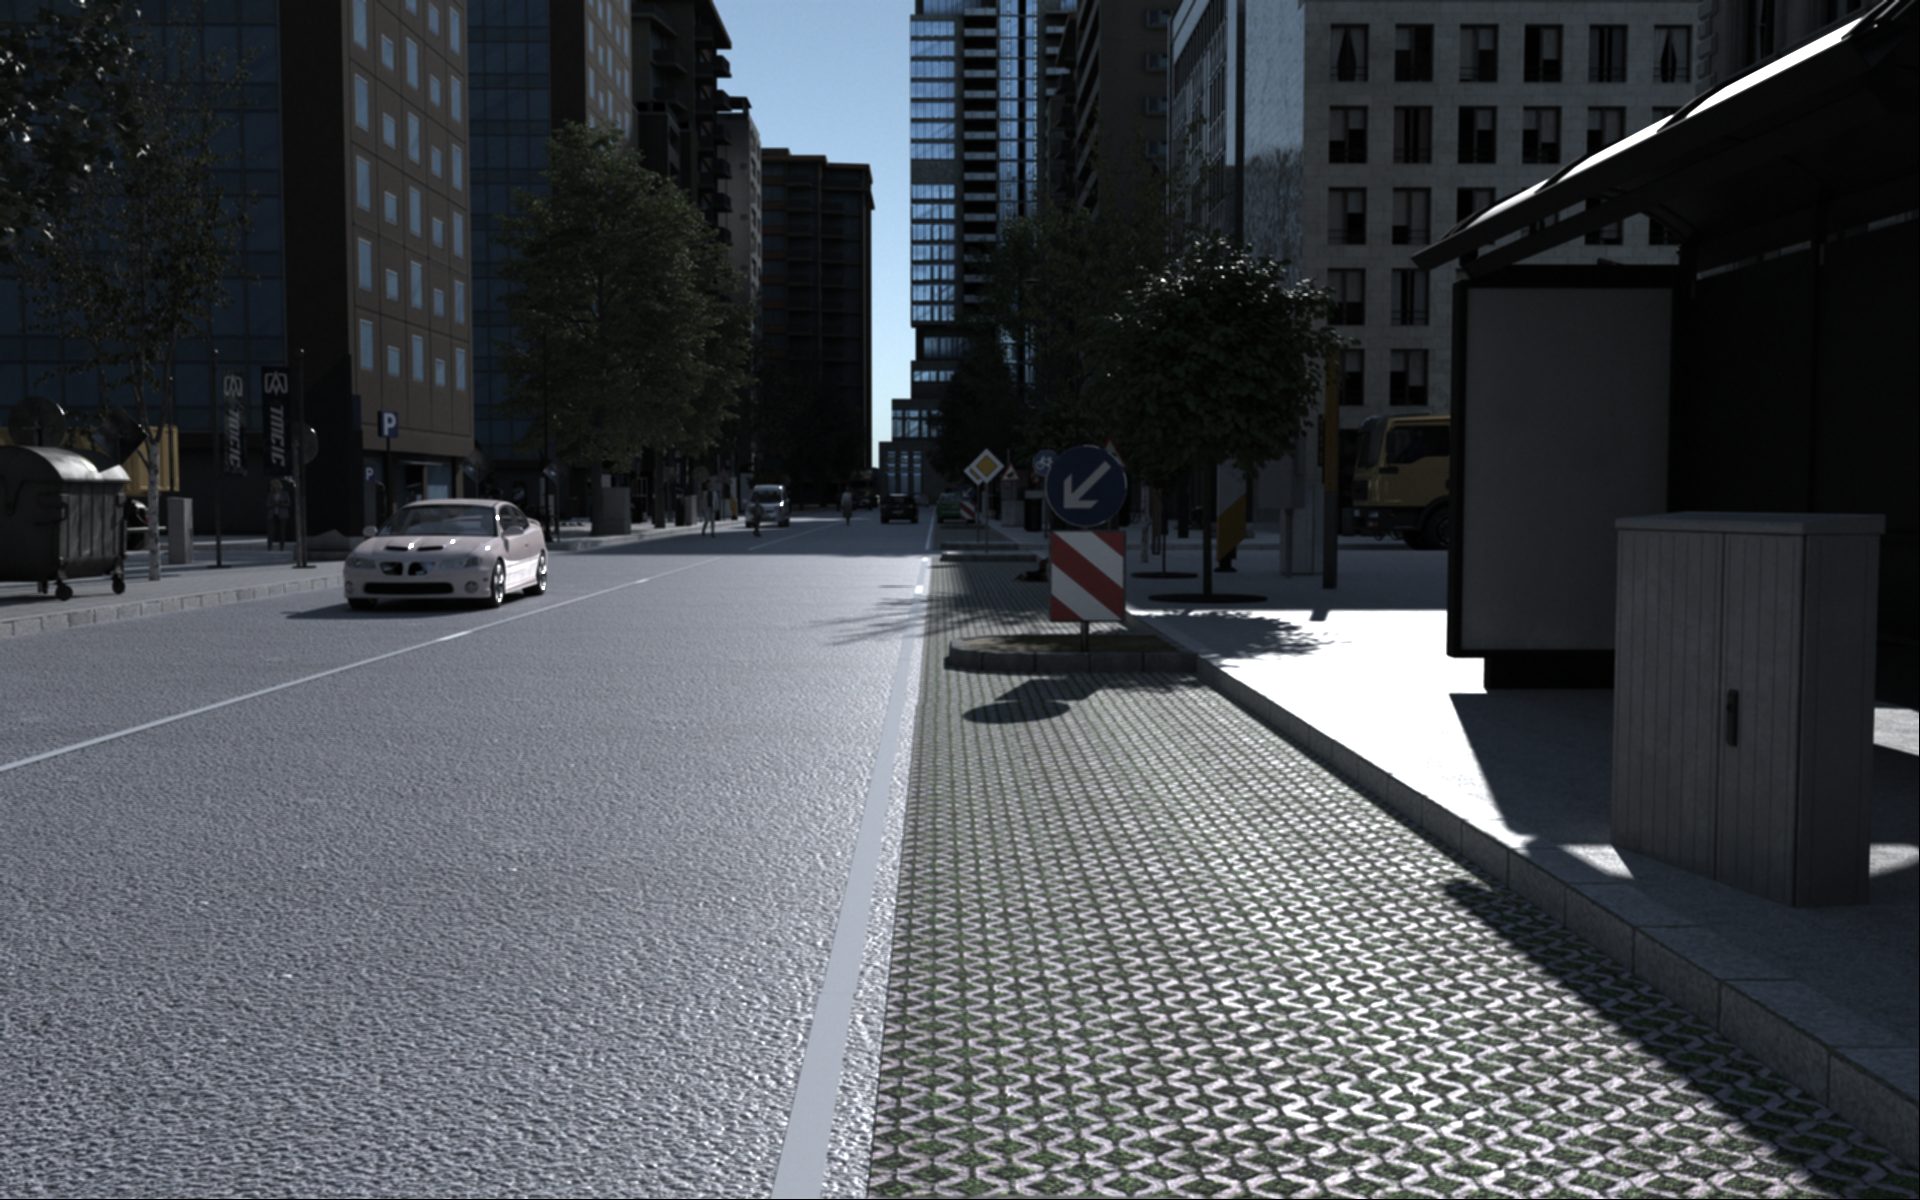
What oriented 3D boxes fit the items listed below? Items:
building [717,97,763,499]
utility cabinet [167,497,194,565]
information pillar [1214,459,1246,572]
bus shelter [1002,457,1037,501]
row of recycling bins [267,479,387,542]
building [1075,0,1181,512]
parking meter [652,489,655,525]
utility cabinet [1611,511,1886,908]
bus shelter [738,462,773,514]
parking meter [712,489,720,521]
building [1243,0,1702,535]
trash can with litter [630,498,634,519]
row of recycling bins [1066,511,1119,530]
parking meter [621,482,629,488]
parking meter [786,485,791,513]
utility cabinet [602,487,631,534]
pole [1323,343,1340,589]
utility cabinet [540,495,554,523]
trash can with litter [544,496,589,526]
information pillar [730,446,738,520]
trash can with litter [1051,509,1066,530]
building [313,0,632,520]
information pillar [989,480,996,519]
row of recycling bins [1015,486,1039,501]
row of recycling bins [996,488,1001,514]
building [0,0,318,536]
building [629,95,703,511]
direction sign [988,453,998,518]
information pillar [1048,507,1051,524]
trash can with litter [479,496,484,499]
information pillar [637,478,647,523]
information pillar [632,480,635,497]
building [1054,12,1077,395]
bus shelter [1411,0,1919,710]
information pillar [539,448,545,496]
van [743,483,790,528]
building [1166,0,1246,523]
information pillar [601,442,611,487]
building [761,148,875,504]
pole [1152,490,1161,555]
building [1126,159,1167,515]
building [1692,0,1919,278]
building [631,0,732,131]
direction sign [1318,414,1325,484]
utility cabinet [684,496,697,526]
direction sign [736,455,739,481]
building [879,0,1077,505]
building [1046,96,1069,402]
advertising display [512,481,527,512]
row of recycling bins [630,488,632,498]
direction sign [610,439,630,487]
[{"bbox_3d":[-27.961,-30.399,180.625,14.086,41.232,14.154,0,4,-1],"label":"building"},{"bbox_3d":[-14.400,-1.276,32.017,0.306,1.237,1.020,-1,4,-16],"label":"utility cabinet"},{"bbox_3d":[4.448,-2.267,28.428,0.504,3.616,0.183,-1,4,-8],"label":"information pillar"},{"bbox_3d":[3.149,-5.963,91.415,2.014,3.302,5.546,0,4,-1],"label":"bus shelter"},{"bbox_3d":[-17.433,-2.482,47.691,1.069,1.692,3.534,2,4,34],"label":"row of recycling bins"},{"bbox_3d":[20.326,-31.119,132.497,21.300,48.544,21.600,0,4,-1],"label":"building"},{"bbox_3d":[-12.808,-3.950,73.000,0.372,1.533,0.369,0,3,0],"label":"parking meter"},{"bbox_3d":[2.610,0.325,5.851,0.306,1.237,1.020,-1,4,-11],"label":"utility cabinet"},{"bbox_3d":[-13.400,-7.266,112.723,2.014,3.302,5.546,0,4,-1],"label":"bus shelter"},{"bbox_3d":[-11.821,-4.618,83.918,0.372,1.533,0.369,0,3,0],"label":"parking meter"},{"bbox_3d":[18.934,-12.484,58.860,16.860,20.320,10.420,0,4,-1],"label":"building"},{"bbox_3d":[-11.873,-2.981,60.122,1.055,1.170,0.624,-2,4,-26],"label":"trash can with litter"},{"bbox_3d":[3.574,-2.439,46.992,1.069,1.692,3.534,1,4,17],"label":"row of recycling bins"},{"bbox_3d":[-16.161,-4.751,83.393,0.399,1.863,0.255,0,4,-4],"label":"parking meter"},{"bbox_3d":[-11.411,-6.681,114.945,0.255,1.863,0.399,3,5,44],"label":"parking meter"},{"bbox_3d":[-10.971,-2.831,54.961,1.173,1.500,0.318,2,4,34],"label":"utility cabinet"},{"bbox_3d":[5.032,-1.811,23.460,0.158,3.312,0.155,0,3,0],"label":"pole"},{"bbox_3d":[-18.213,-3.991,76.412,0.306,1.237,1.020,0,4,6],"label":"utility cabinet"},{"bbox_3d":[-16.097,-3.609,70.058,2.233,1.210,1.678,0,4,-8],"label":"trash can with litter"},{"bbox_3d":[-11.165,-5.751,85.376,0.183,3.616,0.504,-3,4,-38],"label":"information pillar"},{"bbox_3d":[3.523,-2.797,57.112,1.055,1.170,0.624,1,4,18],"label":"trash can with litter"},{"bbox_3d":[-26.953,-27.476,99.342,14.600,45.320,14.200,0,4,-1],"label":"building"},{"bbox_3d":[1.688,-5.225,89.927,0.304,2.012,0.304,-2,4,-31],"label":"information pillar"},{"bbox_3d":[4.476,-4.845,86.325,3.534,1.692,1.069,0,4,-7],"label":"row of recycling bins"},{"bbox_3d":[2.922,-6.427,112.195,1.069,1.692,3.534,2,4,28],"label":"row of recycling bins"},{"bbox_3d":[-25.638,-24.996,58.792,14.600,45.320,14.200,0,4,-1],"label":"building"},{"bbox_3d":[-27.092,-21.780,127.809,14.160,30.474,14.107,0,4,-1],"label":"building"},{"bbox_3d":[1.630,-6.266,94.449,0.876,3.537,0.379,0,4,4],"label":"direction sign"},{"bbox_3d":[4.012,-5.055,73.996,0.183,3.616,0.504,3,5,42],"label":"information pillar"},{"bbox_3d":[-19.255,-3.643,70.624,1.678,1.210,2.233,0,4,2],"label":"trash can with litter"},{"bbox_3d":[-14.347,-4.510,78.235,0.304,2.012,0.304,3,5,43],"label":"information pillar"},{"bbox_3d":[-16.705,-5.176,89.115,0.304,2.012,0.304,-1,4,-12],"label":"information pillar"},{"bbox_3d":[20.045,-30.801,158.214,22.147,44.769,28.867,0,4,-1],"label":"building"},{"bbox_3d":[4.045,-0.913,8.858,2.014,3.302,5.546,0,4,-1],"label":"bus shelter"},{"bbox_3d":[-21.012,-5.855,87.083,0.183,3.616,0.504,-2,4,-32],"label":"information pillar"},{"bbox_3d":[-8.340,-4.165,75.108,2.013,2.044,4.112,0,4,-1],"label":"van"},{"bbox_3d":[16.402,-15.797,76.297,12.078,24.808,19.932,0,4,-1],"label":"building"},{"bbox_3d":[-15.020,-5.011,73.279,0.504,3.616,0.183,-2,4,-35],"label":"information pillar"},{"bbox_3d":[-25.569,-34.702,222.005,28.867,44.769,22.147,0,4,-1],"label":"building"},{"bbox_3d":[4.166,-2.616,36.622,0.158,3.312,0.155,0,3,0],"label":"pole"},{"bbox_3d":[17.374,-17.401,103.592,14.460,24.649,34.723,0,4,-1],"label":"building"},{"bbox_3d":[17.082,-11.632,19.055,11.050,23.489,19.941,0,4,-1],"label":"building"},{"bbox_3d":[-31.553,-30.275,149.625,22.147,44.769,28.867,0,4,-1],"label":"building"},{"bbox_3d":[10.390,-3.519,49.528,0.379,3.537,0.876,2,4,32],"label":"direction sign"},{"bbox_3d":[-10.927,-3.615,70.262,0.306,1.237,1.020,0,4,4],"label":"utility cabinet"},{"bbox_3d":[-13.171,-6.684,101.280,0.379,3.537,0.876,2,4,26],"label":"direction sign"},{"bbox_3d":[5.411,-55.595,221.655,31.000,86.520,22.319,0,4,-1],"label":"building"},{"bbox_3d":[16.004,-30.464,181.687,14.154,41.232,14.086,0,4,-1],"label":"building"},{"bbox_3d":[-22.070,-4.989,86.791,0.974,1.923,0.123,3,4,38],"label":"advertising display"},{"bbox_3d":[-22.511,-6.438,112.375,3.534,1.692,1.069,-3,4,-37],"label":"row of recycling bins"},{"bbox_3d":[-13.959,-4.845,71.212,0.876,3.537,0.379,-3,5,-40],"label":"direction sign"}]
